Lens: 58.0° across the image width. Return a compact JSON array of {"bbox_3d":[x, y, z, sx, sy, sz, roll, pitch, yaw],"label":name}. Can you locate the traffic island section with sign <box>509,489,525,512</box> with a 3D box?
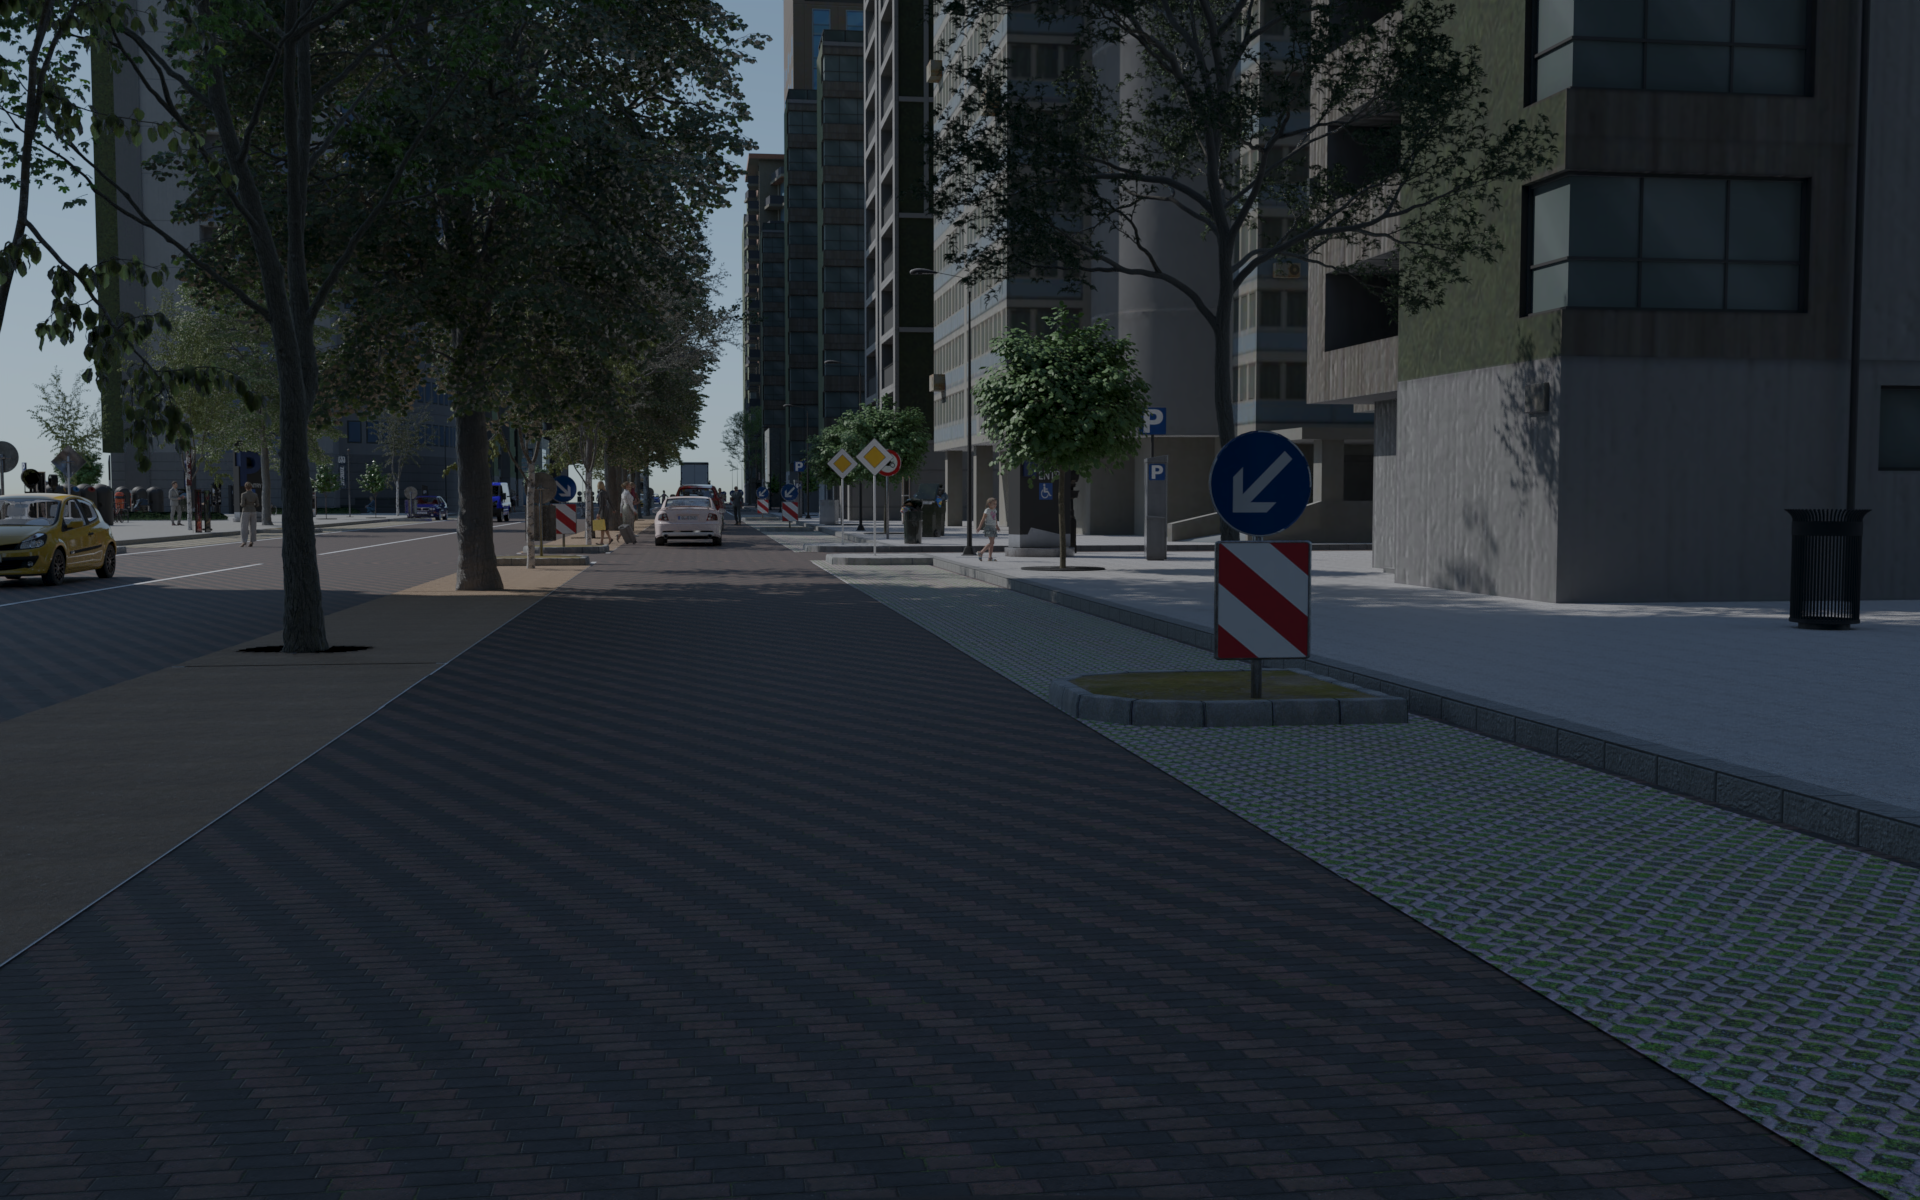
[{"bbox_3d":[-36.207,-8.040,140.083,1.989,1.847,2.006,-1,4,-9],"label":"traffic island section with sign"}]

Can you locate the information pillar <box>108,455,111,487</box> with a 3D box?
[{"bbox_3d":[-50.844,-6.864,103.587,0.183,3.616,0.504,-1,4,-20],"label":"information pillar"}]

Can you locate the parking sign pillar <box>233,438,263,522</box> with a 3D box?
[{"bbox_3d":[-32.498,-5.546,79.143,1.447,3.967,1.447,2,4,33],"label":"parking sign pillar"}]

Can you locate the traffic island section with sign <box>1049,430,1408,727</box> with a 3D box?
[{"bbox_3d":[1.655,-0.178,11.541,1.989,1.847,2.006,-1,4,-9],"label":"traffic island section with sign"}]

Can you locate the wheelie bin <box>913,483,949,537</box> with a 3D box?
[{"bbox_3d":[-0.785,-2.767,53.152,0.980,1.594,0.693,-2,4,-30],"label":"wheelie bin"}]

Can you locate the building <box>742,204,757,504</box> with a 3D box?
[{"bbox_3d":[-22.576,-34.114,241.353,14.154,41.232,14.086,-1,4,-9],"label":"building"}]

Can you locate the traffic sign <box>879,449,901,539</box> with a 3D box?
[{"bbox_3d":[-2.060,-3.008,49.284,0.768,2.556,0.104,0,4,-6],"label":"traffic sign"}]

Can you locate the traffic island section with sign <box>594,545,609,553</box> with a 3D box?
[{"bbox_3d":[-9.688,-2.104,42.545,2.006,1.907,1.989,-1,4,-9],"label":"traffic island section with sign"}]

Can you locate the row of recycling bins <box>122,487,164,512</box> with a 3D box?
[{"bbox_3d":[-45.679,-5.403,95.456,1.069,1.692,3.534,3,5,40],"label":"row of recycling bins"}]

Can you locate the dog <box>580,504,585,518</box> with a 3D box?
[{"bbox_3d":[-23.140,-5.449,105.925,0.513,0.831,0.800,0,4,8],"label":"dog"}]

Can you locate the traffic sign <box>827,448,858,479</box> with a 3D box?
[{"bbox_3d":[-2.949,-2.546,43.825,0.795,2.593,0.064,-1,4,-9],"label":"traffic sign"}]

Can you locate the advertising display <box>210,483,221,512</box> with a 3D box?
[{"bbox_3d":[-45.105,-6.104,105.008,0.123,1.923,0.974,0,4,7],"label":"advertising display"}]

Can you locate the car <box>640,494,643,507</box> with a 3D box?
[{"bbox_3d":[-31.981,-9.876,171.692,2.015,1.641,3.980,-1,4,-9],"label":"car"}]

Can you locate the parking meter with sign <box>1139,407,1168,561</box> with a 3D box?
[{"bbox_3d":[3.833,-2.314,34.100,0.543,3.016,1.738,0,4,3],"label":"parking meter with sign"}]

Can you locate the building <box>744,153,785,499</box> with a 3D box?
[{"bbox_3d":[-16.084,-34.613,220.547,22.147,44.769,28.867,-1,4,-9],"label":"building"}]

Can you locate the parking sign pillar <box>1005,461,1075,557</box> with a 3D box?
[{"bbox_3d":[1.644,-2.886,35.664,1.447,3.967,1.447,-2,4,-34],"label":"parking sign pillar"}]

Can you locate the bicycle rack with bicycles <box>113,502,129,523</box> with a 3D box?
[{"bbox_3d":[-38.374,-3.925,77.553,2.852,0.926,2.925,0,4,4],"label":"bicycle rack with bicycles"}]

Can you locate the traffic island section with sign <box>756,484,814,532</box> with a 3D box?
[{"bbox_3d":[-6.654,-3.523,66.237,1.989,1.847,2.006,-1,4,-9],"label":"traffic island section with sign"}]

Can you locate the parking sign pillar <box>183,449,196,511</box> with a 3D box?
[{"bbox_3d":[-44.425,-6.817,99.924,1.447,3.967,1.447,-1,4,-12],"label":"parking sign pillar"}]

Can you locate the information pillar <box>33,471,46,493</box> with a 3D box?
[{"bbox_3d":[-29.939,-3.171,56.345,0.304,2.012,0.304,3,4,38],"label":"information pillar"}]

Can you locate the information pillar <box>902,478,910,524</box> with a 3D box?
[{"bbox_3d":[-2.316,-4.242,73.847,0.304,2.012,0.304,-1,4,-12],"label":"information pillar"}]

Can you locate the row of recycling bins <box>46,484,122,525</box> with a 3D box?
[{"bbox_3d":[-35.434,-3.817,69.520,1.069,1.692,3.534,1,4,12],"label":"row of recycling bins"}]

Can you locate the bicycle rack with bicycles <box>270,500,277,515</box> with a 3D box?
[{"bbox_3d":[-40.795,-5.548,104.085,2.852,0.926,2.925,0,4,0],"label":"bicycle rack with bicycles"}]

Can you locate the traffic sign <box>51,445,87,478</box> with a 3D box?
[{"bbox_3d":[-21.138,-2.379,41.092,0.795,2.593,0.064,-1,4,-9],"label":"traffic sign"}]

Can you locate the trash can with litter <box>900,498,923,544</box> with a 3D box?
[{"bbox_3d":[-1.292,-2.036,44.678,0.624,1.170,1.055,-1,4,-10],"label":"trash can with litter"}]

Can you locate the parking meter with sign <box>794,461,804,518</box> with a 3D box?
[{"bbox_3d":[-8.674,-5.922,93.078,0.543,3.016,1.738,0,4,-7],"label":"parking meter with sign"}]

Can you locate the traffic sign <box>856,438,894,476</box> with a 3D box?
[{"bbox_3d":[-1.749,-2.064,35.930,0.795,2.593,0.064,-1,4,-9],"label":"traffic sign"}]

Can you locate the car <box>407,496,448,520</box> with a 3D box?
[{"bbox_3d":[-29.166,-5.032,94.860,1.945,1.354,3.894,-1,4,-8],"label":"car"}]

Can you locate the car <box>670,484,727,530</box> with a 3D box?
[{"bbox_3d":[-10.522,-3.723,69.539,2.281,1.827,5.304,0,4,-7],"label":"car"}]

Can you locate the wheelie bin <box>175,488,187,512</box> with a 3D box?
[{"bbox_3d":[-43.542,-5.436,96.783,0.980,1.594,0.693,0,4,-2],"label":"wheelie bin"}]

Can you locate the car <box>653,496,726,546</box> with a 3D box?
[{"bbox_3d":[-7.717,-2.262,49.338,2.083,1.381,4.827,0,4,-8],"label":"car"}]

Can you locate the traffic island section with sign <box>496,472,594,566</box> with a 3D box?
[{"bbox_3d":[-8.585,-1.656,35.220,2.006,1.907,1.989,-1,4,-9],"label":"traffic island section with sign"}]

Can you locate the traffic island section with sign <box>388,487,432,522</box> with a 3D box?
[{"bbox_3d":[-28.658,-4.999,90.368,1.989,1.847,2.006,-1,4,-9],"label":"traffic island section with sign"}]

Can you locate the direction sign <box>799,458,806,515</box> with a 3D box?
[{"bbox_3d":[-9.833,-7.119,108.392,0.379,3.537,0.876,-2,4,-31],"label":"direction sign"}]

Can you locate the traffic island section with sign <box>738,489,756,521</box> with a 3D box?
[{"bbox_3d":[-10.748,-5.170,93.153,1.989,1.847,2.006,-1,4,-9],"label":"traffic island section with sign"}]

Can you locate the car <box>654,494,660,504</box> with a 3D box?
[{"bbox_3d":[-43.504,-14.490,246.494,1.945,1.707,3.694,-1,4,-9],"label":"car"}]

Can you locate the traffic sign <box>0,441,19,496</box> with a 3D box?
[{"bbox_3d":[-22.922,-2.530,41.467,0.768,2.556,0.104,0,4,-5],"label":"traffic sign"}]

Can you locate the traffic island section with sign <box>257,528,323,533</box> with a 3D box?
[{"bbox_3d":[-24.600,-3.369,63.719,1.989,1.847,2.006,-1,4,-9],"label":"traffic island section with sign"}]

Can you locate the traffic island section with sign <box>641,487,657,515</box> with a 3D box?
[{"bbox_3d":[-20.987,-6.648,116.832,2.006,1.907,1.989,-1,4,-9],"label":"traffic island section with sign"}]

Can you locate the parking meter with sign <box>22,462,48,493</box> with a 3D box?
[{"bbox_3d":[-50.921,-6.099,95.984,0.543,3.016,1.738,3,5,44],"label":"parking meter with sign"}]

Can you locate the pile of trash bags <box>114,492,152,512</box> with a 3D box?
[{"bbox_3d":[-42.166,-4.772,87.772,1.912,1.369,3.447,-1,4,-12],"label":"pile of trash bags"}]

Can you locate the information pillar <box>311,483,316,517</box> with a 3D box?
[{"bbox_3d":[-36.085,-5.630,96.538,0.304,2.012,0.304,-1,4,-23],"label":"information pillar"}]

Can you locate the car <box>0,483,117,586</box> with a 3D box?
[{"bbox_3d":[-15.135,-1.096,28.147,2.015,1.641,3.980,-1,4,-10],"label":"car"}]
